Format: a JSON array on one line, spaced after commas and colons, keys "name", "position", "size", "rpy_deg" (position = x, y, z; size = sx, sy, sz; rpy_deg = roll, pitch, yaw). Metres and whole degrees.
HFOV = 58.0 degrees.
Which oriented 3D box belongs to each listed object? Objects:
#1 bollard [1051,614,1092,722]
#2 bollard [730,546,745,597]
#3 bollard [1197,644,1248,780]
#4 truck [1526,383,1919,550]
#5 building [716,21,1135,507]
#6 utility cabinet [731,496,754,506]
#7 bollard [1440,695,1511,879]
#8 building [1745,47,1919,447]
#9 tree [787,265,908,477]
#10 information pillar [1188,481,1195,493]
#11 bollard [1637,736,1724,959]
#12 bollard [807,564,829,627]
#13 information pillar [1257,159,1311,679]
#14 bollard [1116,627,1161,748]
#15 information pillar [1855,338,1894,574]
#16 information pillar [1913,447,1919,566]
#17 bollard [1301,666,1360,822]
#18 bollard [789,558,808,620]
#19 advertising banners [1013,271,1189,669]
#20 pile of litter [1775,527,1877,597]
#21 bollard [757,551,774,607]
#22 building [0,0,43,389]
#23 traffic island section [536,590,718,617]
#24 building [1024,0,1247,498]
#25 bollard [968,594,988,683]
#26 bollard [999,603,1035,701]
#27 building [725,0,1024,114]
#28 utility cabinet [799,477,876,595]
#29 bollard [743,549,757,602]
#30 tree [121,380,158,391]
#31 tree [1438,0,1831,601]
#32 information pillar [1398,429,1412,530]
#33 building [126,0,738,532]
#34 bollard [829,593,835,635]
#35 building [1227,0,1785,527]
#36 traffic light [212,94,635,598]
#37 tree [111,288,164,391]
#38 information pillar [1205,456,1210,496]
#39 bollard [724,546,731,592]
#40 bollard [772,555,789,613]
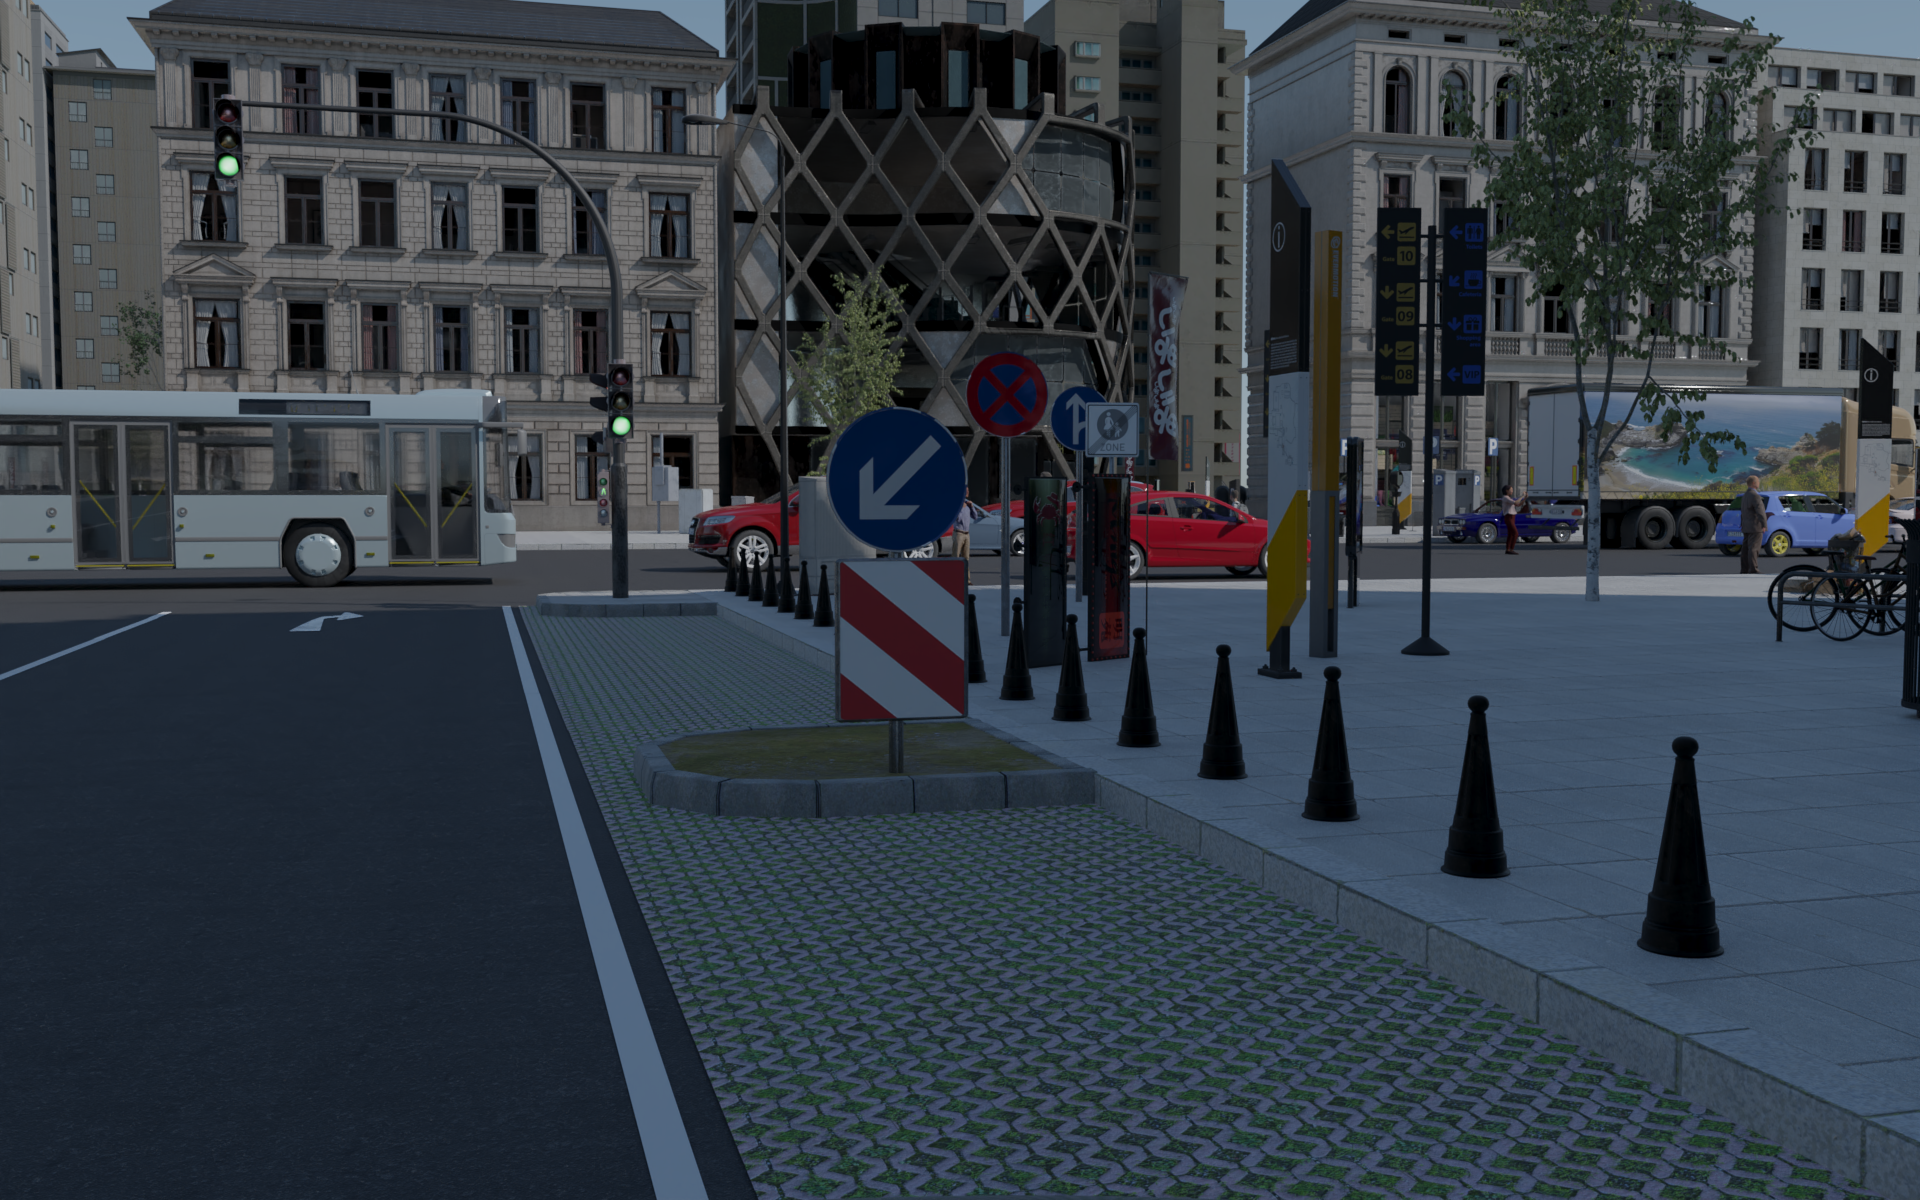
[{"name": "bollard", "position": [0.635, 0.379, 9.849], "size": [0.229, 0.601, 0.229], "rpy_deg": [0, 3, 0]}, {"name": "bollard", "position": [-2.719, -0.350, 21.759], "size": [0.229, 0.601, 0.229], "rpy_deg": [0, 3, 0]}, {"name": "bollard", "position": [1.194, 0.501, 7.858], "size": [0.229, 0.601, 0.229], "rpy_deg": [0, 3, 0]}, {"name": "truck", "position": [20.754, -3.509, 46.291], "size": [11.283, 4.237, 2.839], "rpy_deg": [-1, 4, -15]}, {"name": "building", "position": [-1.710, -12.421, 70.537], "size": [16.811, 18.784, 16.820], "rpy_deg": [-1, 4, -16]}, {"name": "utility cabinet", "position": [-6.440, -2.462, 51.409], "size": [0.306, 1.237, 1.020], "rpy_deg": [-2, 4, -31]}, {"name": "bollard", "position": [1.751, 0.622, 5.868], "size": [0.229, 0.601, 0.229], "rpy_deg": [0, 3, 0]}, {"name": "building", "position": [41.135, -13.748, 79.532], "size": [16.860, 20.320, 10.420], "rpy_deg": [-1, 4, -16]}, {"name": "tree", "position": [-3.459, -6.456, 55.918], "size": [4.737, 8.622, 4.395], "rpy_deg": [0, 3, 0]}, {"name": "information pillar", "position": [13.389, -5.856, 100.229], "size": [0.304, 2.012, 0.304], "rpy_deg": [-1, 4, -14]}, {"name": "bollard", "position": [2.035, 0.683, 4.875], "size": [0.229, 0.601, 0.229], "rpy_deg": [0, 3, 0]}, {"name": "bollard", "position": [-1.319, -0.046, 16.787], "size": [0.229, 0.601, 0.229], "rpy_deg": [0, 3, 0]}, {"name": "information pillar", "position": [2.267, -1.262, 11.987], "size": [0.183, 3.616, 0.504], "rpy_deg": [-1, 4, -14]}, {"name": "bollard", "position": [0.915, 0.440, 8.846], "size": [0.229, 0.601, 0.229], "rpy_deg": [0, 3, 0]}, {"name": "information pillar", "position": [13.722, -2.121, 26.036], "size": [0.504, 3.616, 0.183], "rpy_deg": [0, 4, 1]}, {"name": "information pillar", "position": [15.050, -1.371, 26.911], "size": [0.304, 2.012, 0.304], "rpy_deg": [-2, 4, -26]}, {"name": "bollard", "position": [1.473, 0.561, 6.864], "size": [0.229, 0.601, 0.229], "rpy_deg": [0, 3, 0]}, {"name": "bollard", "position": [-1.598, -0.107, 17.785], "size": [0.229, 0.601, 0.229], "rpy_deg": [0, 3, 0]}, {"name": "advertising banners", "position": [1.130, -1.047, 13.299], "size": [0.090, 3.025, 2.074], "rpy_deg": [3, 5, 43]}, {"name": "pile of litter", "position": [11.226, -0.519, 22.450], "size": [1.176, 0.858, 1.719], "rpy_deg": [2, 4, 25]}, {"name": "bollard", "position": [-2.155, -0.228, 19.766], "size": [0.229, 0.601, 0.229], "rpy_deg": [0, 3, 0]}, {"name": "building", "position": [-88.631, -33.275, 133.285], "size": [27.495, 52.752, 28.713], "rpy_deg": [-1, 4, -16]}, {"name": "traffic island section", "position": [-4.187, 0.052, 21.437], "size": [2.009, 0.180, 2.903], "rpy_deg": [-1, 4, -16]}, {"name": "building", "position": [15.672, -33.179, 166.180], "size": [21.600, 48.544, 21.300], "rpy_deg": [-1, 4, -16]}, {"name": "bollard", "position": [0.075, 0.258, 11.825], "size": [0.229, 0.601, 0.229], "rpy_deg": [0, 3, 0]}, {"name": "bollard", "position": [0.358, 0.318, 10.838], "size": [0.229, 0.601, 0.229], "rpy_deg": [0, 3, 0]}, {"name": "building", "position": [-8.093, -42.260, 129.196], "size": [20.563, 71.187, 20.611], "rpy_deg": [-1, 4, -16]}, {"name": "utility cabinet", "position": [-1.556, -0.830, 22.252], "size": [0.318, 1.500, 1.173], "rpy_deg": [3, 4, 37]}, {"name": "bollard", "position": [-2.436, -0.289, 20.763], "size": [0.229, 0.601, 0.229], "rpy_deg": [0, 3, 0]}, {"name": "tree", "position": [-53.370, -9.950, 113.038], "size": [4.360, 8.622, 3.978], "rpy_deg": [0, 3, 0]}, {"name": "tree", "position": [7.576, -4.278, 20.304], "size": [4.737, 8.622, 4.395], "rpy_deg": [0, 3, 0]}, {"name": "information pillar", "position": [15.978, -4.336, 62.248], "size": [0.504, 3.616, 0.183], "rpy_deg": [2, 4, 32]}, {"name": "building", "position": [-18.352, -12.104, 62.536], "size": [19.286, 19.102, 10.561], "rpy_deg": [-1, 4, -16]}, {"name": "bollard", "position": [-1.039, 0.015, 15.795], "size": [0.229, 0.601, 0.229], "rpy_deg": [0, 3, 0]}, {"name": "building", "position": [22.912, -15.025, 74.532], "size": [19.941, 23.489, 11.050], "rpy_deg": [-1, 4, -16]}, {"name": "traffic light", "position": [-6.219, -2.810, 20.610], "size": [4.771, 5.953, 1.251], "rpy_deg": [-1, 4, -16]}, {"name": "tree", "position": [-61.788, -17.356, 139.652], "size": [12.611, 20.169, 13.585], "rpy_deg": [0, 3, 0]}, {"name": "information pillar", "position": [15.382, -7.115, 107.680], "size": [0.183, 3.616, 0.504], "rpy_deg": [2, 4, 31]}, {"name": "bollard", "position": [-2.994, -0.411, 22.755], "size": [0.229, 0.601, 0.229], "rpy_deg": [0, 3, 0]}, {"name": "bollard", "position": [-1.874, -0.167, 18.774], "size": [0.229, 0.601, 0.229], "rpy_deg": [0, 3, 0]}]
